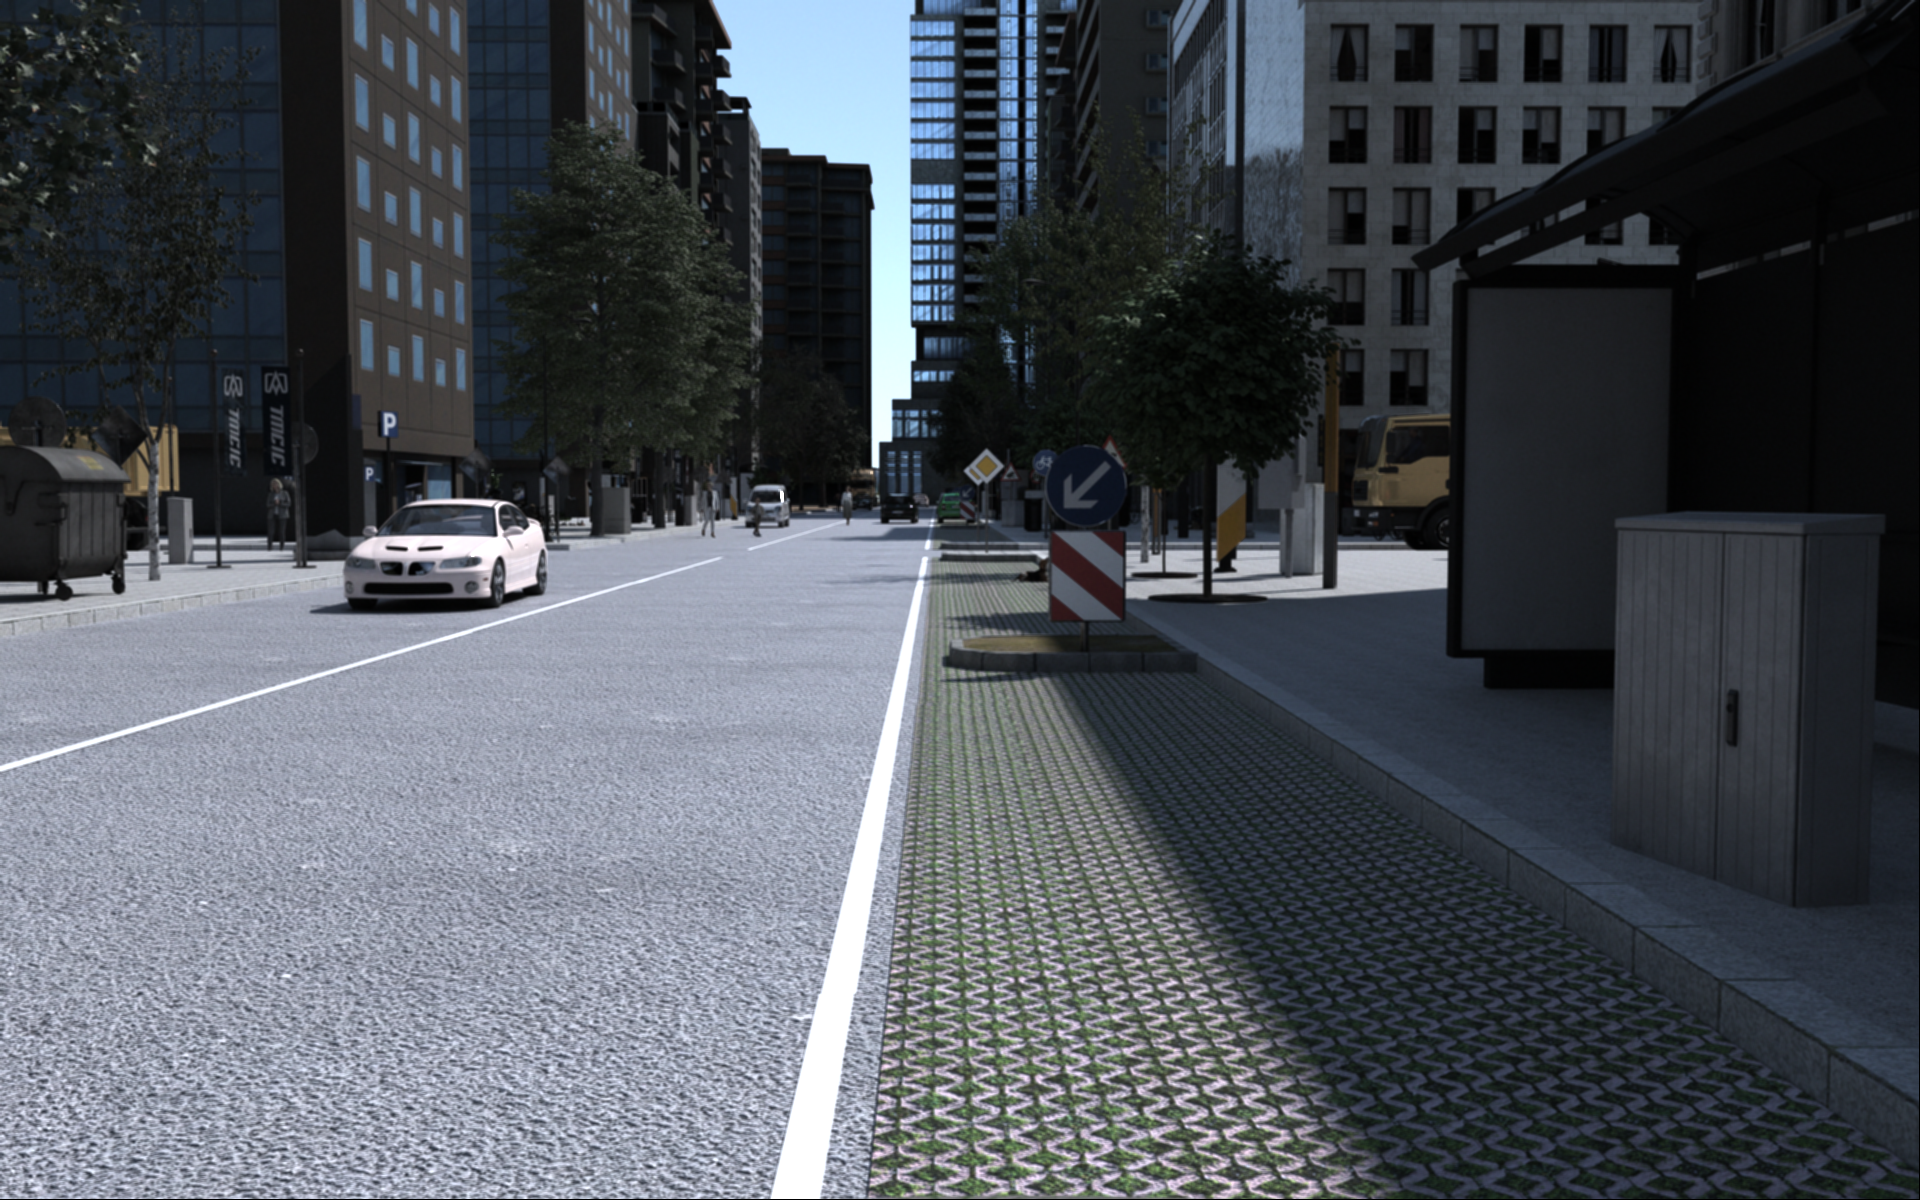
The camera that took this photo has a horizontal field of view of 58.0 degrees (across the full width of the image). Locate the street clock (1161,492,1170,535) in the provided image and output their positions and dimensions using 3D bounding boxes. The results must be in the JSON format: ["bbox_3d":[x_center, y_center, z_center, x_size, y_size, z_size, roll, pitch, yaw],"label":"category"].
[{"bbox_3d":[6.423,-3.044,54.342,0.358,2.002,0.471,0,4,-7],"label":"street clock"}]

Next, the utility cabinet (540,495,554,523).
[{"bbox_3d":[-18.213,-3.991,76.412,0.306,1.237,1.020,0,4,6],"label":"utility cabinet"}]

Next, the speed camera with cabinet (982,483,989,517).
[{"bbox_3d":[1.628,-6.347,98.105,0.660,3.252,2.038,0,4,7],"label":"speed camera with cabinet"}]

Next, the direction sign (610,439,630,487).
[{"bbox_3d":[-13.959,-4.845,71.212,0.876,3.537,0.379,-3,5,-40],"label":"direction sign"}]

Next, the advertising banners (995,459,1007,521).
[{"bbox_3d":[2.020,-5.406,84.575,0.090,3.025,2.074,1,4,16],"label":"advertising banners"}]

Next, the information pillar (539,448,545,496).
[{"bbox_3d":[-21.012,-5.855,87.083,0.183,3.616,0.504,-2,4,-32],"label":"information pillar"}]

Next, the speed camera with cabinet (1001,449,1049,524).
[{"bbox_3d":[2.835,-4.979,75.742,2.038,3.252,0.660,1,4,10],"label":"speed camera with cabinet"}]

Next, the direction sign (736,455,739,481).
[{"bbox_3d":[-13.171,-6.684,101.280,0.379,3.537,0.876,2,4,26],"label":"direction sign"}]

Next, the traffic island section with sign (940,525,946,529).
[{"bbox_3d":[0.177,-3.820,71.078,1.989,1.847,2.006,0,4,-1],"label":"traffic island section with sign"}]

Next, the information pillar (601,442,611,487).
[{"bbox_3d":[-15.020,-5.011,73.279,0.504,3.616,0.183,-2,4,-35],"label":"information pillar"}]

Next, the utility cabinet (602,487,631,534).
[{"bbox_3d":[-10.971,-2.831,54.961,1.173,1.500,0.318,2,4,34],"label":"utility cabinet"}]

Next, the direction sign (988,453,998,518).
[{"bbox_3d":[1.630,-6.266,94.449,0.876,3.537,0.379,0,4,4],"label":"direction sign"}]

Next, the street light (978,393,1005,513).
[{"bbox_3d":[1.493,-6.516,79.073,1.470,5.913,1.316,0,4,-1],"label":"street light"}]

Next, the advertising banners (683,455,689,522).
[{"bbox_3d":[-12.575,-5.055,78.830,0.090,3.025,2.074,-1,4,-21],"label":"advertising banners"}]

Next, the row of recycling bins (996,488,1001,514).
[{"bbox_3d":[2.922,-6.427,112.195,1.069,1.692,3.534,2,4,28],"label":"row of recycling bins"}]

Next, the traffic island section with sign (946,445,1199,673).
[{"bbox_3d":[0.902,-0.374,14.747,1.989,1.847,2.006,0,4,-1],"label":"traffic island section with sign"}]

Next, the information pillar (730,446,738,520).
[{"bbox_3d":[-11.165,-5.751,85.376,0.183,3.616,0.504,-3,4,-38],"label":"information pillar"}]

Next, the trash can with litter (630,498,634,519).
[{"bbox_3d":[-11.873,-2.981,60.122,1.055,1.170,0.624,-2,4,-26],"label":"trash can with litter"}]

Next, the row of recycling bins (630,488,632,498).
[{"bbox_3d":[-22.511,-6.438,112.375,3.534,1.692,1.069,-3,4,-37],"label":"row of recycling bins"}]

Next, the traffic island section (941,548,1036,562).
[{"bbox_3d":[0.602,-0.946,37.752,2.009,0.180,2.903,0,4,-1],"label":"traffic island section"}]

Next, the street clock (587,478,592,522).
[{"bbox_3d":[-16.644,-4.515,78.395,0.358,2.002,0.471,-3,5,-42],"label":"street clock"}]

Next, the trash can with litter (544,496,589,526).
[{"bbox_3d":[-16.097,-3.609,70.058,2.233,1.210,1.678,0,4,-8],"label":"trash can with litter"}]

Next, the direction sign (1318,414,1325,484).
[{"bbox_3d":[10.390,-3.519,49.528,0.379,3.537,0.876,2,4,32],"label":"direction sign"}]

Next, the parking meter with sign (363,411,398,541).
[{"bbox_3d":[-12.816,-2.481,36.817,1.738,3.016,0.543,1,4,20],"label":"parking meter with sign"}]

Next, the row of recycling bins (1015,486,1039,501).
[{"bbox_3d":[4.476,-4.845,86.325,3.534,1.692,1.069,0,4,-7],"label":"row of recycling bins"}]

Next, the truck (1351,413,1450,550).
[{"bbox_3d":[13.747,-2.831,42.214,9.791,3.379,3.469,0,3,0],"label":"truck"}]

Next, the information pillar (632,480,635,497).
[{"bbox_3d":[-16.705,-5.176,89.115,0.304,2.012,0.304,-1,4,-12],"label":"information pillar"}]

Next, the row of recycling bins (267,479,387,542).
[{"bbox_3d":[-17.433,-2.482,47.691,1.069,1.692,3.534,2,4,34],"label":"row of recycling bins"}]

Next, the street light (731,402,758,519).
[{"bbox_3d":[-10.876,-7.031,87.491,1.470,5.913,1.316,0,4,-1],"label":"street light"}]

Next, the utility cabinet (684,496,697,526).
[{"bbox_3d":[-10.927,-3.615,70.262,0.306,1.237,1.020,0,4,4],"label":"utility cabinet"}]

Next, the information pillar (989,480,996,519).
[{"bbox_3d":[1.688,-5.225,89.927,0.304,2.012,0.304,-2,4,-31],"label":"information pillar"}]

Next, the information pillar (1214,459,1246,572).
[{"bbox_3d":[4.448,-2.267,28.428,0.504,3.616,0.183,-1,4,-8],"label":"information pillar"}]

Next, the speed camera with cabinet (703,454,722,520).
[{"bbox_3d":[-12.407,-5.650,86.707,0.660,3.252,2.038,-1,4,-20],"label":"speed camera with cabinet"}]

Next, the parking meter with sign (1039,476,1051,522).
[{"bbox_3d":[4.027,-5.107,79.766,0.543,3.016,1.738,-1,4,-21],"label":"parking meter with sign"}]

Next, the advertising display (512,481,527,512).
[{"bbox_3d":[-22.070,-4.989,86.791,0.974,1.923,0.123,3,4,38],"label":"advertising display"}]

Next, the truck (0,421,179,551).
[{"bbox_3d":[-24.002,-2.770,41.217,9.791,3.379,3.469,0,4,-1],"label":"truck"}]

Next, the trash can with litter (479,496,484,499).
[{"bbox_3d":[-19.255,-3.643,70.624,1.678,1.210,2.233,0,4,2],"label":"trash can with litter"}]

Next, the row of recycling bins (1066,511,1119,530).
[{"bbox_3d":[3.574,-2.439,46.992,1.069,1.692,3.534,1,4,17],"label":"row of recycling bins"}]

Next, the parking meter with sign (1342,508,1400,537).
[{"bbox_3d":[12.454,-3.431,52.353,1.738,3.016,0.543,0,4,7],"label":"parking meter with sign"}]

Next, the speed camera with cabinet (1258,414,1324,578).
[{"bbox_3d":[5.282,-2.013,27.241,0.660,3.252,2.038,2,4,29],"label":"speed camera with cabinet"}]

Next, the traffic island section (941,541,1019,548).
[{"bbox_3d":[0.500,-1.435,45.737,2.009,0.180,2.903,0,4,-1],"label":"traffic island section"}]

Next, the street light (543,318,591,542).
[{"bbox_3d":[-10.449,-4.489,45.941,1.470,5.913,1.316,0,4,-1],"label":"street light"}]

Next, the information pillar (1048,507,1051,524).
[{"bbox_3d":[4.012,-5.055,73.996,0.183,3.616,0.504,3,5,42],"label":"information pillar"}]

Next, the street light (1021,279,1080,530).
[{"bbox_3d":[2.014,-3.982,37.643,1.470,5.913,1.316,0,4,-1],"label":"street light"}]

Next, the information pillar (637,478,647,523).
[{"bbox_3d":[-14.347,-4.510,78.235,0.304,2.012,0.304,3,5,43],"label":"information pillar"}]

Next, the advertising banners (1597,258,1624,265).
[{"bbox_3d":[4.383,-0.999,12.515,0.090,3.025,2.074,3,5,41],"label":"advertising banners"}]

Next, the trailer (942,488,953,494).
[{"bbox_3d":[-1.168,-9.651,164.835,1.471,1.999,3.904,0,4,-2],"label":"trailer"}]

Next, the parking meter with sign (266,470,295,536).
[{"bbox_3d":[-20.089,-3.376,51.458,1.738,3.016,0.543,3,5,43],"label":"parking meter with sign"}]

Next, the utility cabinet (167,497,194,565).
[{"bbox_3d":[-14.400,-1.276,32.017,0.306,1.237,1.020,-1,4,-16],"label":"utility cabinet"}]

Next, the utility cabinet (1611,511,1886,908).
[{"bbox_3d":[2.610,0.325,5.851,0.306,1.237,1.020,-1,4,-11],"label":"utility cabinet"}]

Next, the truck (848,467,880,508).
[{"bbox_3d":[-10.108,-11.946,184.226,2.839,4.237,11.283,0,4,1],"label":"truck"}]
